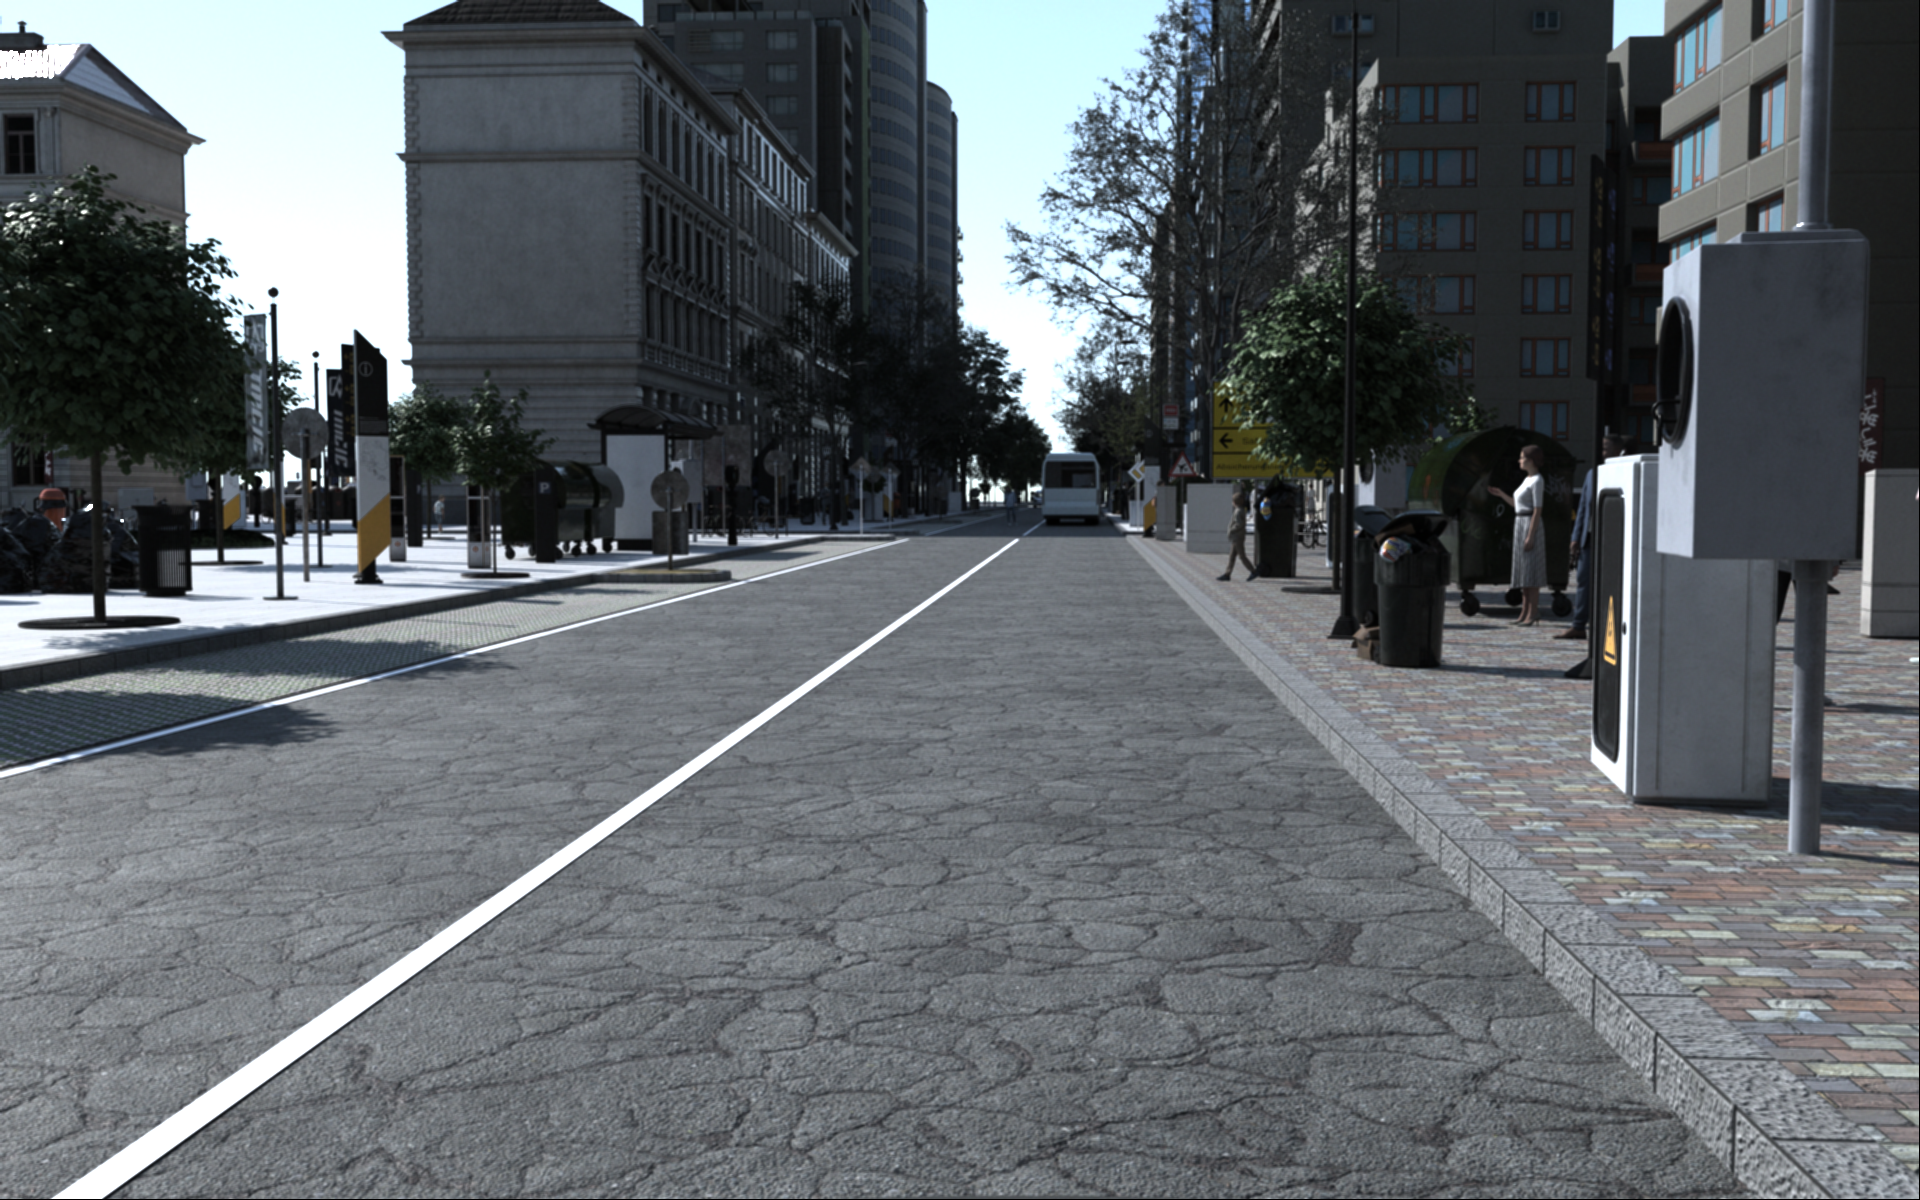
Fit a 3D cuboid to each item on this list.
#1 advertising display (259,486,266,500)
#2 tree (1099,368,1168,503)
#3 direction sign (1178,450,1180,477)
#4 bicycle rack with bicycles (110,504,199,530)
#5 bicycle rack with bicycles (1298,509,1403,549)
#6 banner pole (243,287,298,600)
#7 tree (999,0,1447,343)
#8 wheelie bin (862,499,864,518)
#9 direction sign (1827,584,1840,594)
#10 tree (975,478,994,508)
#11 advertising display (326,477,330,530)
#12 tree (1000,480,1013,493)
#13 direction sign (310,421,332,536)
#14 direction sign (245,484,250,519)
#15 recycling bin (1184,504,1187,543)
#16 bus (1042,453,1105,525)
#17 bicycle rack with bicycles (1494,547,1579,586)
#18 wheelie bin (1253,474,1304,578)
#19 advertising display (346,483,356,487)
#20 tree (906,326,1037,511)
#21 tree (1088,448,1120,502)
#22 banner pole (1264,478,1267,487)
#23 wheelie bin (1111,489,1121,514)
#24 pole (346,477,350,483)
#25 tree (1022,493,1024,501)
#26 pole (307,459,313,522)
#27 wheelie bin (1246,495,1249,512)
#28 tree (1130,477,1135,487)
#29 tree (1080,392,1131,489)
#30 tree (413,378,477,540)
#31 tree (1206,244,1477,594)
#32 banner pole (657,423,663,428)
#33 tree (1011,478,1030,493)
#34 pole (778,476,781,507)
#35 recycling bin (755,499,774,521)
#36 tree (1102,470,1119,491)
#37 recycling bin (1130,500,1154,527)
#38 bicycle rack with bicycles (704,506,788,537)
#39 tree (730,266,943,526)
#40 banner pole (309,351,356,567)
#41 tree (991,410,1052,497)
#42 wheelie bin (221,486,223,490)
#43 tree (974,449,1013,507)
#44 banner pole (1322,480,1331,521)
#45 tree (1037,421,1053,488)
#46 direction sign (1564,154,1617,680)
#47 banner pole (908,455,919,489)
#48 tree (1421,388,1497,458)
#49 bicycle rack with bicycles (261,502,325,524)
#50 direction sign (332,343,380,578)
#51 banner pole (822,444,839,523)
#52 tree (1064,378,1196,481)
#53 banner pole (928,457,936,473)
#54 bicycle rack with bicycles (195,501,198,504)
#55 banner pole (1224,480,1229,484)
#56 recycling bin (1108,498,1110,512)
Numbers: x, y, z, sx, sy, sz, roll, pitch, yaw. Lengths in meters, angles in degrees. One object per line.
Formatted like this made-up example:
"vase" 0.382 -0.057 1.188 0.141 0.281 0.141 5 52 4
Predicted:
"advertising display" -54.355 -7.910 134.535 0.974 1.923 0.123 1 4 19
"tree" 10.445 -9.257 101.710 4.737 8.622 4.395 0 3 0
"direction sign" 10.328 -5.494 81.818 0.379 3.537 0.876 0 4 6
"bicycle rack with bicycles" -22.138 -2.110 47.874 2.852 0.926 2.925 -1 4 -19
"bicycle rack with bicycles" 8.553 -1.733 41.720 2.852 0.926 2.925 -2 4 -30
"banner pole" -8.486 -1.905 21.164 0.863 3.779 0.401 2 4 35
"tree" 6.036 -7.937 40.141 12.009 13.543 11.850 0 3 0
"wheelie bin" -4.850 -5.138 91.915 0.980 1.594 0.693 -3 5 -43
"direction sign" 11.153 -1.851 22.262 0.876 3.537 0.379 -1 4 -22
"tree" 2.322 -10.246 162.120 1.663 3.219 1.824 0 3 0
"advertising display" -22.999 -3.532 62.963 0.123 1.923 0.974 -1 4 -21
"tree" 5.863 -13.182 210.130 1.663 3.219 1.824 0 3 0
"direction sign" -19.570 -3.753 53.365 0.876 3.537 0.379 -3 5 -40
"direction sign" -37.281 -6.015 90.346 0.379 3.537 0.876 -3 5 -40
"recycling bin" 6.301 -1.991 45.101 0.722 1.027 0.722 -1 4 -23
"bus" 5.513 -5.437 83.762 2.948 3.499 13.247 0 4 5
"bicycle rack with bicycles" 8.916 -0.643 23.891 2.925 0.926 2.852 -2 4 -28
"wheelie bin" 4.931 -1.155 26.794 0.693 1.594 0.980 1 4 19
"advertising display" -34.309 -5.680 98.088 0.974 1.923 0.123 1 4 18
"tree" 0.350 -13.648 129.801 9.857 13.997 8.962 0 3 0
"tree" 22.536 -22.280 270.936 9.857 13.997 8.962 0 3 0
"banner pole" 13.405 -5.168 74.511 0.863 3.779 0.401 1 4 15
"wheelie bin" 11.698 -7.250 126.453 0.980 1.594 0.693 -3 5 -39
"pole" -36.999 -6.784 104.759 0.158 3.312 0.155 0 3 0
"tree" 10.703 -21.734 289.761 8.767 10.594 7.601 2 4 29
"pole" -29.821 -5.232 79.379 0.158 3.312 0.155 0 3 0
"wheelie bin" 19.823 -6.957 121.656 0.980 1.594 0.693 1 4 18
"tree" 8.700 -5.245 80.354 1.663 3.219 1.824 0 3 0
"tree" 16.805 -16.456 186.056 9.611 12.733 9.660 0 3 0
"tree" -15.220 -4.009 49.258 4.285 4.588 4.351 0 3 0
"tree" 4.893 -2.388 22.751 4.285 4.588 4.351 0 3 0
"banner pole" -8.975 -3.796 52.082 0.401 3.779 0.863 3 4 38
"tree" 8.564 -16.503 253.537 4.285 4.588 4.351 0 3 0
"pole" -10.249 -6.382 98.186 0.158 3.312 0.155 0 3 0
"recycling bin" -9.236 -4.256 82.144 0.722 1.027 0.722 3 5 42
"tree" 17.032 -14.977 195.230 4.360 8.622 3.978 0 3 0
"recycling bin" 7.122 -3.384 67.881 0.722 1.027 0.722 3 4 36
"bicycle rack with bicycles" -6.716 -2.406 52.723 2.852 0.926 2.925 2 4 32
"tree" -4.798 -8.322 70.469 8.767 10.594 7.601 -1 4 -22
"banner pole" -11.040 -2.473 30.446 0.863 3.779 0.401 -2 4 -26
"tree" 7.487 -19.204 230.987 9.611 12.733 9.660 0 3 0
"wheelie bin" -28.508 -3.655 67.660 0.980 1.594 0.693 0 4 -3
"tree" 2.884 -13.292 167.684 4.360 8.622 3.978 0 3 0
"banner pole" 16.603 -5.415 78.544 0.401 3.779 0.863 -1 4 -19
"tree" 10.623 -22.823 279.815 9.857 13.997 8.962 0 3 0
"direction sign" 4.428 -1.224 12.010 0.379 3.537 0.876 2 4 29
"banner pole" -2.801 -6.900 102.825 0.863 3.779 0.401 -1 4 -10
"tree" 9.141 -2.250 31.383 1.663 3.219 1.824 0 3 0
"bicycle rack with bicycles" -29.183 -3.818 75.801 2.852 0.926 2.925 3 5 41
"direction sign" -9.139 -2.112 26.521 0.379 3.537 0.876 1 4 20
"banner pole" -5.748 -5.285 76.429 0.863 3.779 0.401 -3 4 -36
"tree" 13.047 -11.907 129.094 8.767 10.594 7.601 -3 4 -37
"banner pole" -1.907 -7.703 115.960 0.863 3.779 0.401 3 4 37
"bicycle rack with bicycles" -56.442 -6.907 126.319 2.925 0.926 2.852 1 4 21
"banner pole" 18.056 -7.854 118.433 0.863 3.779 0.401 3 4 38
"recycling bin" 11.058 -6.844 124.456 0.722 1.027 0.722 -1 4 -13
